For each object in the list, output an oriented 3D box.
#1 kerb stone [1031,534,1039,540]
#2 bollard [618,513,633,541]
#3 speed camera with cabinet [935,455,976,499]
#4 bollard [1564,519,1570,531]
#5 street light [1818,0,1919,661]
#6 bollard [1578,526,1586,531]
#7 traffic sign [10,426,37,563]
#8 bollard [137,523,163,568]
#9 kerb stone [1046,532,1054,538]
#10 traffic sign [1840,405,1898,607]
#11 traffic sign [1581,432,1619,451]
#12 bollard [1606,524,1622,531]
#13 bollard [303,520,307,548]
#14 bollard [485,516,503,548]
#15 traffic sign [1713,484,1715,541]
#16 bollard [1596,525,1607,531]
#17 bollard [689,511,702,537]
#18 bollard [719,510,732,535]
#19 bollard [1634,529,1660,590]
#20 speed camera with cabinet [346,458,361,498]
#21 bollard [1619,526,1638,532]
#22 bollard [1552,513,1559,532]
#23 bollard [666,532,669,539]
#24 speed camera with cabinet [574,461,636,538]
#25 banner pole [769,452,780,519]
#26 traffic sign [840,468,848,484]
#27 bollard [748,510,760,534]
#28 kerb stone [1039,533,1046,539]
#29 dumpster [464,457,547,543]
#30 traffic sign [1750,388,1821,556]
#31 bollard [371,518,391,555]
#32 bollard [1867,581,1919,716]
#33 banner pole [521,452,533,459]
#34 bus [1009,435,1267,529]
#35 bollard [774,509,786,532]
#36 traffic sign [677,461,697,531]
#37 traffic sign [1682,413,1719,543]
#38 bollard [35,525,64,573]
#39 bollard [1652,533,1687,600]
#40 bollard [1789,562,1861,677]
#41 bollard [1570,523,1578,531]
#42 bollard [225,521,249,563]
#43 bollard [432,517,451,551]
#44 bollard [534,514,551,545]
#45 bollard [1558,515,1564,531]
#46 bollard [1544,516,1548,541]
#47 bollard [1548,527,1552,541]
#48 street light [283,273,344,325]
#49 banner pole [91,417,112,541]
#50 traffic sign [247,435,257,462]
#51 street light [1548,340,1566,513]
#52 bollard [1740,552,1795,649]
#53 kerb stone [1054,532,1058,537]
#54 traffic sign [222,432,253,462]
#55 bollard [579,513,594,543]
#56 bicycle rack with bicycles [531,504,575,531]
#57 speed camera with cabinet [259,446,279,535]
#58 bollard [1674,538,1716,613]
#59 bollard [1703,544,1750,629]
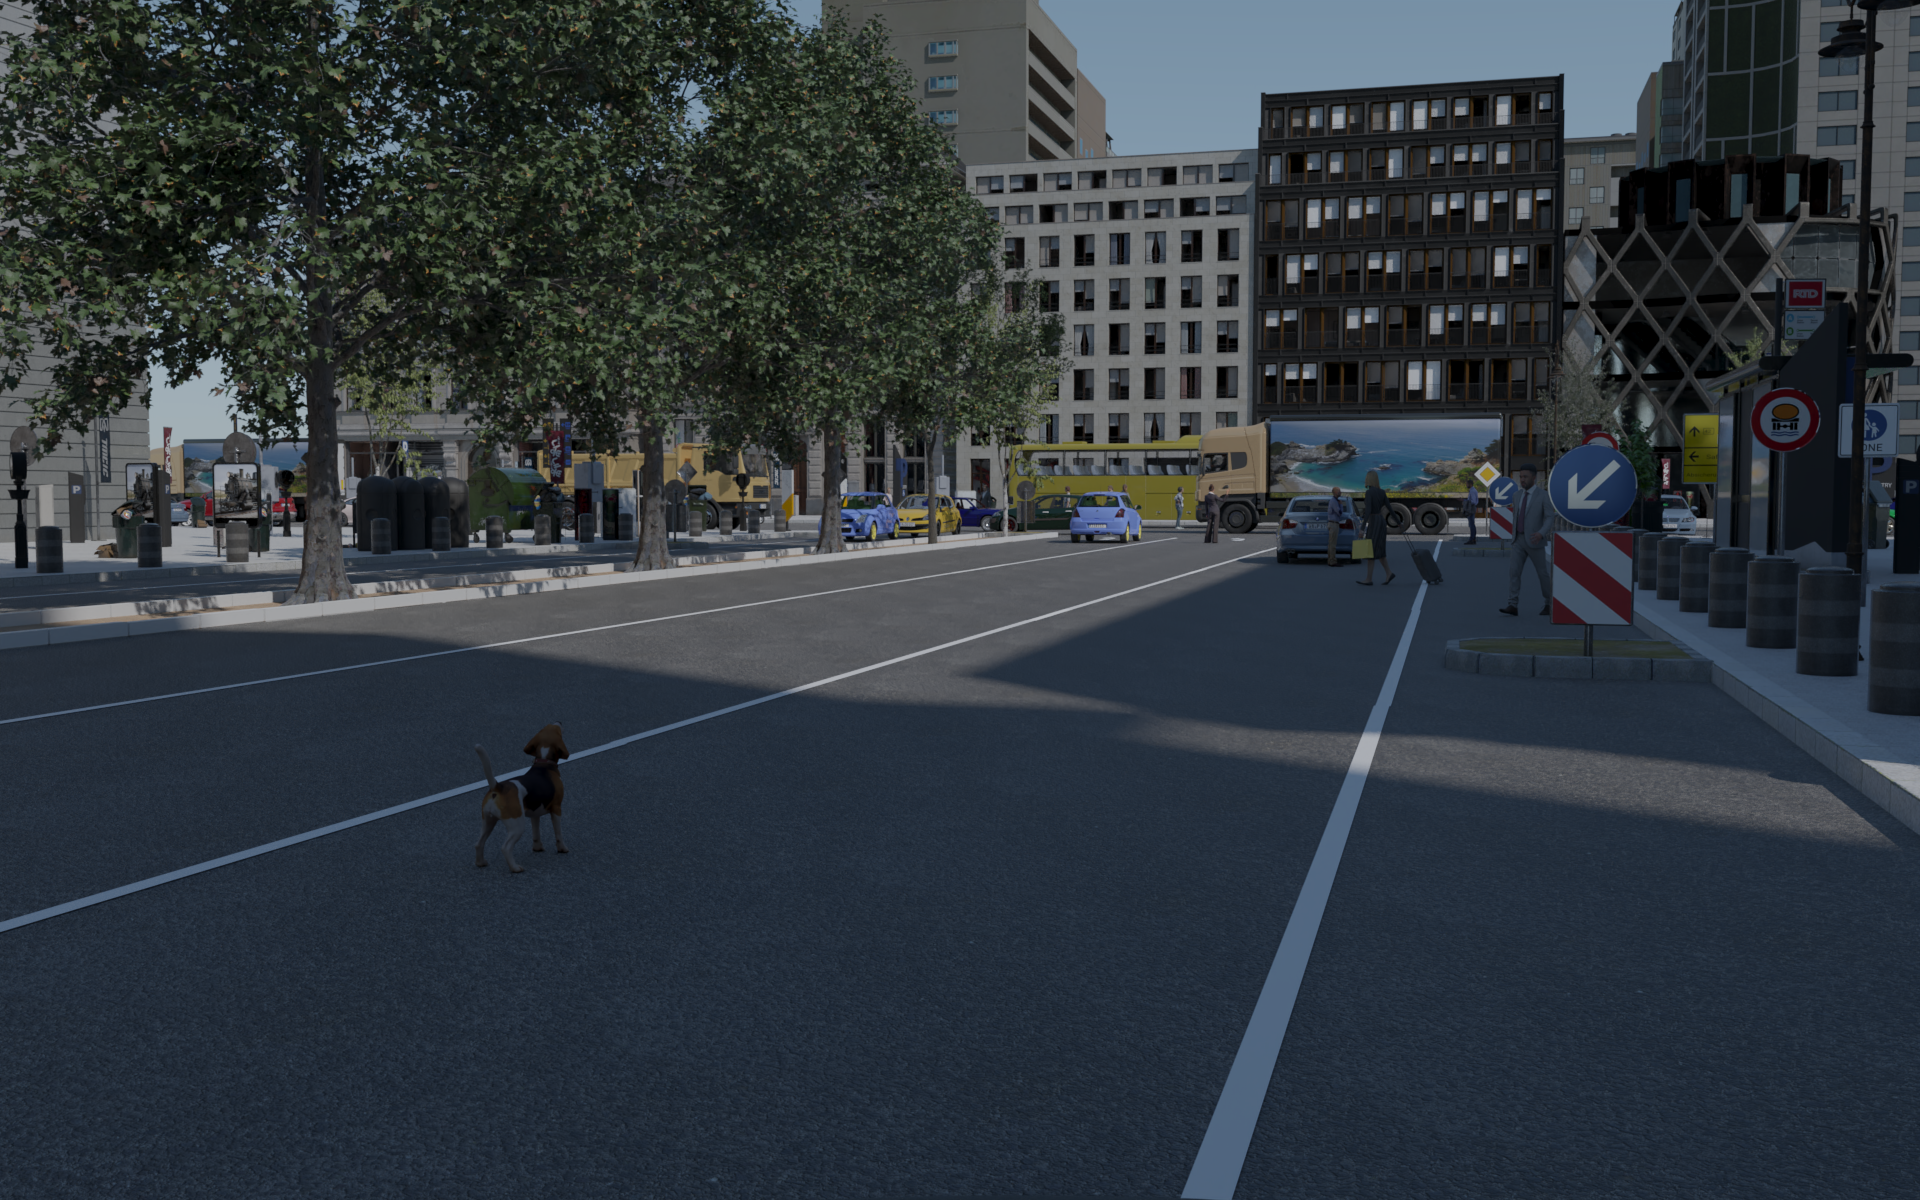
[{"bbox_3d":[2.224,-1.970,54.544,0.120,0.150,1.000,1,4,16],"label":"kerb stone"},{"bbox_3d":[-9.219,-2.022,47.780,0.404,0.777,0.398,0,3,0],"label":"bollard"},{"bbox_3d":[-0.241,-5.729,87.998,2.038,3.252,0.660,-1,4,-12],"label":"speed camera with cabinet"},{"bbox_3d":[13.674,-1.450,38.423,0.404,0.777,0.398,0,3,0],"label":"bollard"},{"bbox_3d":[6.888,-2.472,13.208,0.468,5.910,1.993,1,4,16],"label":"street light"},{"bbox_3d":[12.427,-1.184,34.079,0.404,0.777,0.398,0,3,0],"label":"bollard"},{"bbox_3d":[-17.436,-1.967,32.262,0.768,2.556,0.104,2,4,24],"label":"traffic sign"},{"bbox_3d":[-14.212,-0.958,30.372,0.404,0.777,0.398,0,3,0],"label":"bollard"},{"bbox_3d":[2.803,-2.100,56.533,0.120,0.150,1.000,1,4,16],"label":"kerb stone"},{"bbox_3d":[10.269,-1.070,19.628,0.606,2.300,0.079,1,4,22],"label":"traffic sign"},{"bbox_3d":[13.068,-2.162,35.451,0.768,2.556,0.104,2,4,25],"label":"traffic sign"},{"bbox_3d":[10.555,-0.786,27.563,0.404,0.777,0.398,0,3,0],"label":"bollard"},{"bbox_3d":[-12.962,-1.224,34.731,0.404,0.777,0.398,0,3,0],"label":"bollard"},{"bbox_3d":[-11.090,-1.623,41.252,0.404,0.777,0.398,0,3,0],"label":"bollard"},{"bbox_3d":[19.515,-2.608,44.774,0.606,2.300,0.079,1,4,22],"label":"traffic sign"},{"bbox_3d":[11.177,-0.919,29.738,0.404,0.777,0.398,0,3,0],"label":"bollard"},{"bbox_3d":[-7.968,-2.289,52.137,0.404,0.777,0.398,0,3,0],"label":"bollard"},{"bbox_3d":[-7.344,-2.421,54.305,0.404,0.777,0.398,0,3,0],"label":"bollard"},{"bbox_3d":[9.310,-0.520,23.213,0.404,0.777,0.398,0,3,0],"label":"bollard"},{"bbox_3d":[-32.305,-6.116,94.333,2.038,3.252,0.660,0,4,-8],"label":"speed camera with cabinet"},{"bbox_3d":[9.930,-0.653,25.391,0.404,0.777,0.398,0,3,0],"label":"bollard"},{"bbox_3d":[14.924,-1.717,42.785,0.404,0.777,0.398,0,3,0],"label":"bollard"},{"bbox_3d":[-8.590,-2.156,49.962,0.404,0.777,0.398,0,3,0],"label":"bollard"},{"bbox_3d":[-10.218,-3.398,49.900,0.660,3.252,2.038,2,4,30],"label":"speed camera with cabinet"},{"bbox_3d":[-9.526,-6.042,88.810,0.401,3.779,0.863,3,5,43],"label":"banner pole"},{"bbox_3d":[-4.217,-3.392,59.107,0.795,2.450,0.064,1,4,16],"label":"traffic sign"},{"bbox_3d":[-6.720,-2.554,56.469,0.404,0.777,0.398,0,3,0],"label":"bollard"},{"bbox_3d":[2.516,-2.039,55.541,0.120,0.150,1.000,1,4,16],"label":"kerb stone"},{"bbox_3d":[-11.981,-2.649,45.804,1.502,2.255,1.985,1,4,16],"label":"dumpster"},{"bbox_3d":[9.896,-1.268,20.840,0.768,2.556,0.104,1,4,18],"label":"traffic sign"},{"bbox_3d":[-12.335,-1.357,36.903,0.404,0.777,0.398,0,3,0],"label":"bollard"},{"bbox_3d":[5.561,0.278,10.165,0.404,0.777,0.398,0,3,0],"label":"bollard"},{"bbox_3d":[-26.055,-6.973,104.032,0.863,3.779,0.401,1,4,9],"label":"banner pole"},{"bbox_3d":[8.274,-5.026,73.728,12.252,3.916,2.896,1,4,17],"label":"bus"},{"bbox_3d":[-6.097,-2.686,58.634,0.404,0.777,0.398,0,3,0],"label":"bollard"},{"bbox_3d":[-9.458,-3.597,60.001,0.795,2.450,0.064,1,4,17],"label":"traffic sign"},{"bbox_3d":[19.312,-3.030,43.413,2.265,3.308,0.079,1,4,19],"label":"traffic sign"},{"bbox_3d":[-14.831,-0.825,28.207,0.404,0.777,0.398,0,3,0],"label":"bollard"},{"bbox_3d":[8.687,-0.387,21.049,0.404,0.777,0.398,0,3,0],"label":"bollard"},{"bbox_3d":[6.184,0.146,12.335,0.404,0.777,0.398,0,3,0],"label":"bollard"},{"bbox_3d":[13.048,-1.317,36.255,0.404,0.777,0.398,0,3,0],"label":"bollard"},{"bbox_3d":[-13.587,-1.091,32.553,0.404,0.777,0.398,0,3,0],"label":"bollard"},{"bbox_3d":[-11.710,-1.490,39.083,0.404,0.777,0.398,0,3,0],"label":"bollard"},{"bbox_3d":[-10.468,-1.756,43.426,0.404,0.777,0.398,0,3,0],"label":"bollard"},{"bbox_3d":[14.300,-1.584,40.612,0.404,0.777,0.398,0,3,0],"label":"bollard"},{"bbox_3d":[16.169,-1.982,47.122,0.404,0.777,0.398,0,3,0],"label":"bollard"},{"bbox_3d":[15.548,-1.850,44.957,0.404,0.777,0.398,0,3,0],"label":"bollard"},{"bbox_3d":[-13.190,-3.825,35.320,0.468,5.910,1.993,1,4,16],"label":"street light"},{"bbox_3d":[-23.398,-3.499,47.230,0.863,3.779,0.401,2,4,30],"label":"banner pole"},{"bbox_3d":[-15.139,-2.226,36.509,0.768,2.556,0.104,1,4,22],"label":"traffic sign"},{"bbox_3d":[17.924,-4.854,52.156,0.468,5.910,1.993,1,4,16],"label":"street light"},{"bbox_3d":[6.813,0.012,14.513,0.404,0.777,0.398,0,3,0],"label":"bollard"},{"bbox_3d":[3.081,-2.160,57.520,0.120,0.150,1.000,1,4,16],"label":"kerb stone"},{"bbox_3d":[-14.752,-2.156,35.353,0.768,2.556,0.104,1,4,19],"label":"traffic sign"},{"bbox_3d":[-9.837,-1.890,45.615,0.404,0.777,0.398,0,3,0],"label":"bollard"},{"bbox_3d":[-14.246,-2.934,61.361,2.925,0.926,2.852,0,4,-2],"label":"bicycle rack with bicycles"},{"bbox_3d":[-21.781,-3.656,54.119,0.660,3.252,2.038,-1,4,-10],"label":"speed camera with cabinet"},{"bbox_3d":[8.059,-0.254,18.870,0.404,0.777,0.398,0,3,0],"label":"bollard"},{"bbox_3d":[7.435,-0.121,16.696,0.404,0.777,0.398,0,3,0],"label":"bollard"}]
